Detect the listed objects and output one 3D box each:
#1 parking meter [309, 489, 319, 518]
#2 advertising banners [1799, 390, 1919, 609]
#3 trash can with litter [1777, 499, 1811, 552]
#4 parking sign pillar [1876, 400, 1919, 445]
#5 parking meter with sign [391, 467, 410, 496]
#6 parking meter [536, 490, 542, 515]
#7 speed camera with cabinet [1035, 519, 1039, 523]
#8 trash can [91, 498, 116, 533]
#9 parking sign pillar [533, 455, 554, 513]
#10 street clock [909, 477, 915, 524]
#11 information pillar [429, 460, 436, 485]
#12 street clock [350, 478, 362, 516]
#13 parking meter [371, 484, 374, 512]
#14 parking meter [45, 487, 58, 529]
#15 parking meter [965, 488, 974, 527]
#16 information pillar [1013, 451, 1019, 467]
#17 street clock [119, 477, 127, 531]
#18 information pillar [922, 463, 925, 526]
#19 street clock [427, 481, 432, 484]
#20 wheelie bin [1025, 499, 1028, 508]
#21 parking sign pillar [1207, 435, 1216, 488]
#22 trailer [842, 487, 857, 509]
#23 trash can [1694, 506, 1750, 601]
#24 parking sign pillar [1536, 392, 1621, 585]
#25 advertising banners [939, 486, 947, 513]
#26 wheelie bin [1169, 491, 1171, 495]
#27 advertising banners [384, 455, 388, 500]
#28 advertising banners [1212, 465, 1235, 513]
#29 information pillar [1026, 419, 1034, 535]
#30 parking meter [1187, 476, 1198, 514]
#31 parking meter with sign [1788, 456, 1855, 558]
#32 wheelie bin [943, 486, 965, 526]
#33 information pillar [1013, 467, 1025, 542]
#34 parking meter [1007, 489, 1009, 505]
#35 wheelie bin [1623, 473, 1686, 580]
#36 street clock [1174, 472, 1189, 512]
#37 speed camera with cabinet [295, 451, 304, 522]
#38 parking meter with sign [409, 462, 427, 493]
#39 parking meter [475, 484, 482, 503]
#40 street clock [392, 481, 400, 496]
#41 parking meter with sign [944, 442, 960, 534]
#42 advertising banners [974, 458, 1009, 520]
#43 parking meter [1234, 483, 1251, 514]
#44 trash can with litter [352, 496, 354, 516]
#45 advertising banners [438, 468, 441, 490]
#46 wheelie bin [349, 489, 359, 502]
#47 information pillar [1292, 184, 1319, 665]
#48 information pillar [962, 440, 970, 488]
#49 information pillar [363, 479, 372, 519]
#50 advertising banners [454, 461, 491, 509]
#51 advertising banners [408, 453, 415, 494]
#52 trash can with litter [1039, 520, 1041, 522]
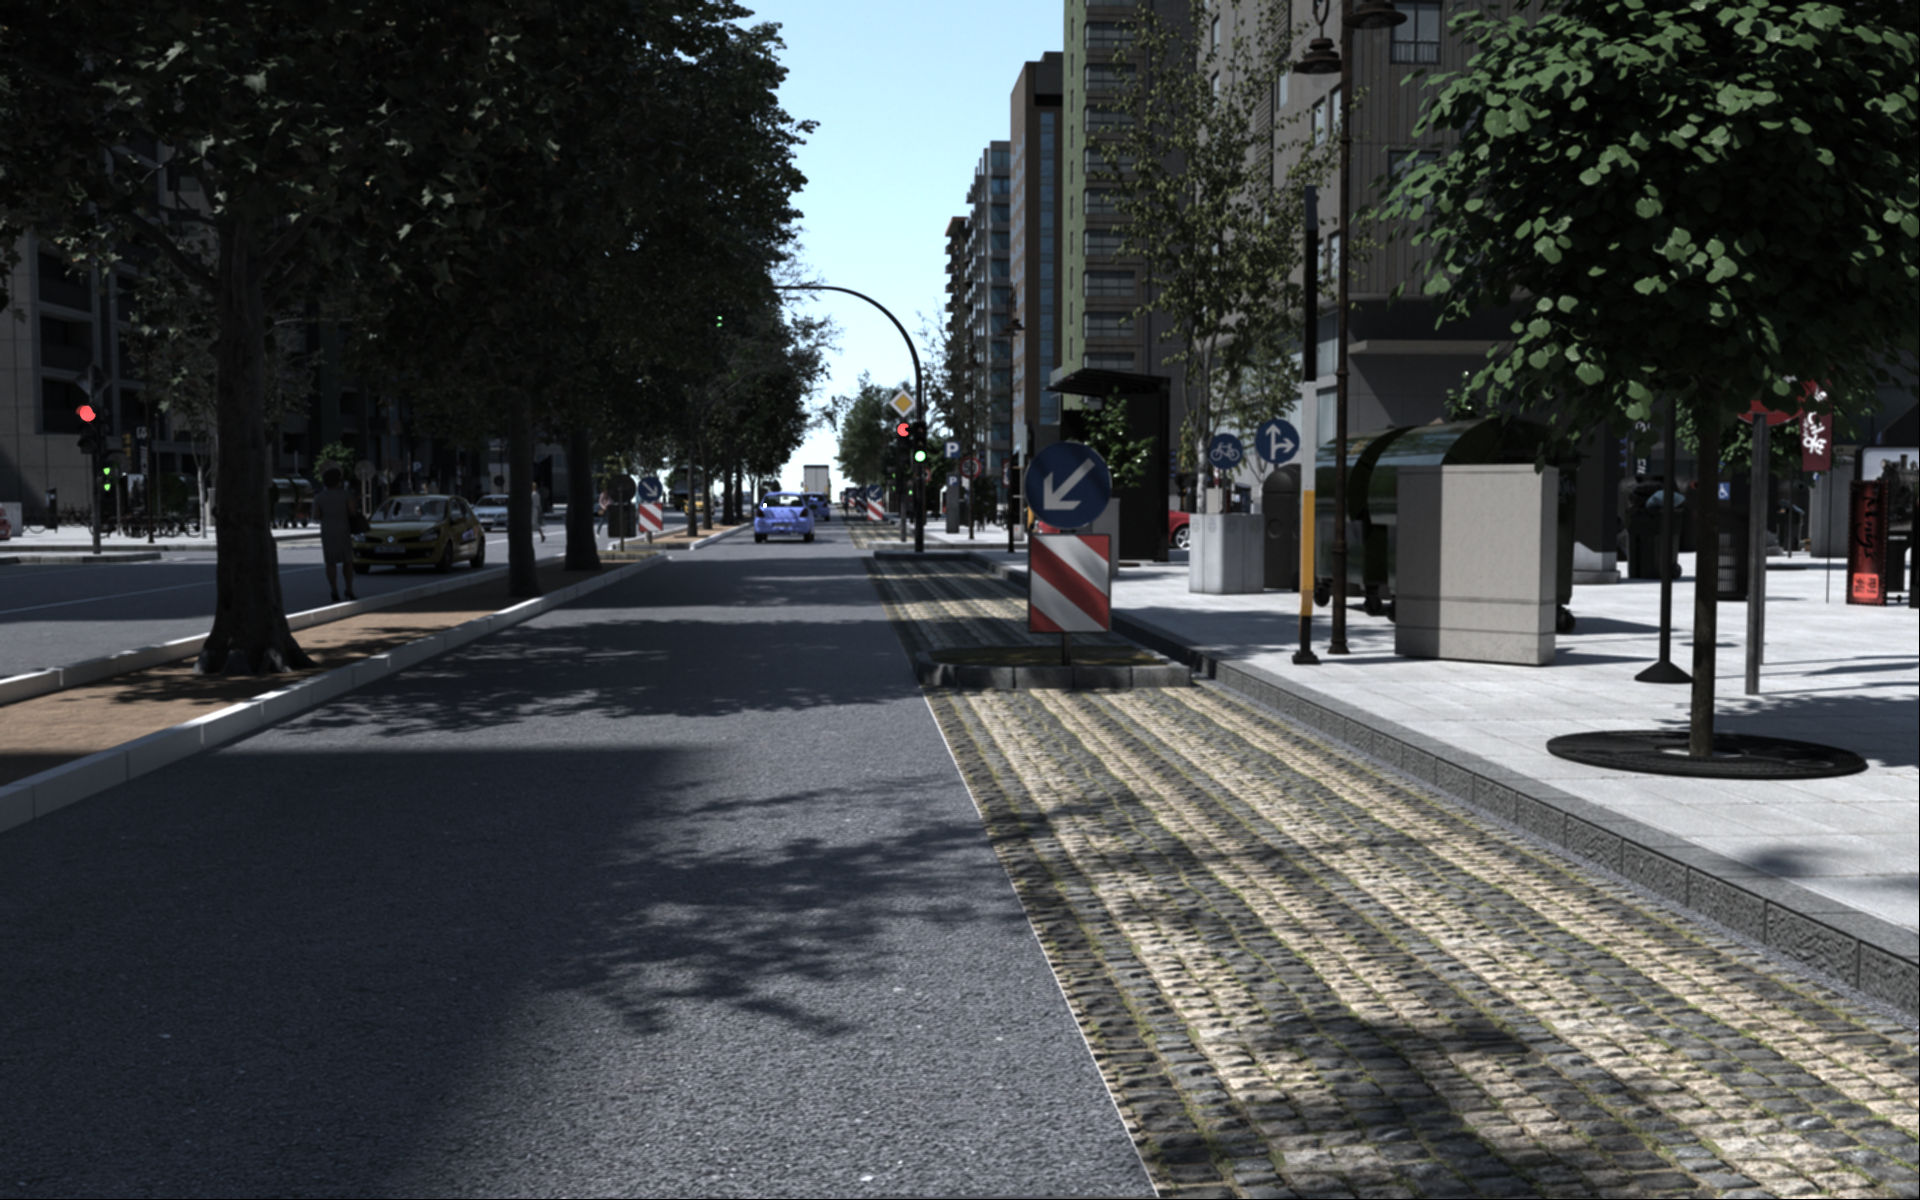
[{"bbox_3d":[-32.452,-4.820,87.222,0.372,1.533,0.369,0,3,0],"label":"parking meter"},{"bbox_3d":[10.453,-1.446,19.836,0.090,3.025,2.074,-2,4,-28],"label":"advertising banners"},{"bbox_3d":[18.755,-1.665,38.609,1.055,1.170,0.624,3,5,44],"label":"trash can with litter"},{"bbox_3d":[26.941,-3.755,49.869,1.447,3.967,1.447,-1,4,-19],"label":"parking sign pillar"},{"bbox_3d":[-35.229,-6.970,110.224,1.738,3.016,0.543,-1,4,-14],"label":"parking meter with sign"},{"bbox_3d":[-25.256,-5.835,103.808,0.372,1.533,0.369,0,3,0],"label":"parking meter"},{"bbox_3d":[3.984,-4.994,75.982,0.660,3.252,2.038,-3,5,-40],"label":"speed camera with cabinet"},{"bbox_3d":[-28.241,-2.783,57.163,0.748,1.137,0.748,0,3,0],"label":"trash can"},{"bbox_3d":[-28.548,-7.953,118.507,1.447,3.967,1.447,0,4,-3],"label":"parking sign pillar"},{"bbox_3d":[-2.085,-4.315,75.128,0.358,2.002,0.471,0,4,-4],"label":"street clock"},{"bbox_3d":[-36.295,-7.822,119.249,0.183,3.616,0.504,3,4,38],"label":"information pillar"},{"bbox_3d":[-26.700,-4.406,76.604,0.471,2.002,0.358,1,4,22],"label":"street clock"},{"bbox_3d":[-34.142,-5.783,100.268,0.399,1.863,0.255,3,5,43],"label":"parking meter"},{"bbox_3d":[-33.127,-3.347,63.142,0.372,1.533,0.369,0,3,0],"label":"parking meter"},{"bbox_3d":[0.377,-3.636,67.860,0.372,1.533,0.369,0,3,0],"label":"parking meter"},{"bbox_3d":[2.964,-6.258,93.670,0.504,3.616,0.183,2,4,26],"label":"information pillar"},{"bbox_3d":[-29.062,-3.405,60.241,0.471,2.002,0.358,-2,4,-34],"label":"street clock"},{"bbox_3d":[-1.597,-4.825,70.235,0.183,3.616,0.504,2,4,24],"label":"information pillar"},{"bbox_3d":[-29.394,-5.566,95.581,0.358,2.002,0.471,2,4,34],"label":"street clock"},{"bbox_3d":[2.517,-3.884,71.418,0.980,1.594,0.693,-3,5,-44],"label":"wheelie bin"},{"bbox_3d":[11.303,-5.516,78.651,1.447,3.967,1.447,1,4,16],"label":"parking sign pillar"},{"bbox_3d":[-9.435,-8.732,149.813,1.471,1.999,3.904,0,4,-5],"label":"trailer"},{"bbox_3d":[9.246,-0.564,20.879,0.748,1.137,0.748,0,3,0],"label":"trash can"},{"bbox_3d":[8.810,-2.234,25.004,1.447,3.967,1.447,-3,5,-41],"label":"parking sign pillar"},{"bbox_3d":[-0.938,-7.338,116.172,2.074,3.025,0.090,1,4,11],"label":"advertising banners"},{"bbox_3d":[9.894,-4.676,84.367,0.693,1.594,0.980,1,4,22],"label":"wheelie bin"},{"bbox_3d":[-23.777,-4.627,71.841,0.090,3.025,2.074,-1,4,-13],"label":"advertising banners"},{"bbox_3d":[8.120,-3.449,52.584,0.090,3.025,2.074,-1,4,-18],"label":"advertising banners"},{"bbox_3d":[2.213,-3.826,53.918,0.183,3.616,0.504,-1,4,-11],"label":"information pillar"},{"bbox_3d":[7.701,-3.158,57.339,0.255,1.863,0.399,-1,4,-22],"label":"parking meter"},{"bbox_3d":[17.511,-2.350,34.677,1.738,3.016,0.543,0,4,5],"label":"parking meter with sign"},{"bbox_3d":[-0.116,-3.820,70.371,0.980,1.594,0.693,-2,4,-29],"label":"wheelie bin"},{"bbox_3d":[1.565,-2.591,46.859,0.304,2.012,0.304,1,4,17],"label":"information pillar"},{"bbox_3d":[3.054,-6.018,104.097,0.399,1.863,0.255,1,4,8],"label":"parking meter"},{"bbox_3d":[10.504,-1.119,26.200,0.693,1.594,0.980,-2,4,-33],"label":"wheelie bin"},{"bbox_3d":[7.406,-3.257,57.827,0.471,2.002,0.358,-2,4,-32],"label":"street clock"},{"bbox_3d":[-30.865,-5.264,80.399,0.660,3.252,2.038,-1,4,-11],"label":"speed camera with cabinet"},{"bbox_3d":[-28.949,-5.921,93.073,0.543,3.016,1.738,-2,4,-31],"label":"parking meter with sign"},{"bbox_3d":[-26.858,-5.562,96.652,0.255,1.863,0.399,0,4,4],"label":"parking meter"},{"bbox_3d":[-32.188,-5.766,98.847,0.471,2.002,0.358,3,5,40],"label":"street clock"},{"bbox_3d":[-0.255,-3.705,56.840,0.543,3.016,1.738,0,3,0],"label":"parking meter with sign"},{"bbox_3d":[1.547,-5.415,84.715,2.074,3.025,0.090,-1,4,-9],"label":"advertising banners"},{"bbox_3d":[6.417,-1.891,39.324,0.372,1.533,0.369,0,3,0],"label":"parking meter"},{"bbox_3d":[-31.222,-4.710,88.065,1.678,1.210,2.233,0,4,2],"label":"trash can with litter"},{"bbox_3d":[-34.894,-7.273,115.095,0.090,3.025,2.074,-3,5,-40],"label":"advertising banners"},{"bbox_3d":[-41.574,-6.772,118.632,0.693,1.594,0.980,2,4,23],"label":"wheelie bin"},{"bbox_3d":[2.613,-1.323,12.984,0.183,3.616,0.504,1,4,9],"label":"information pillar"},{"bbox_3d":[0.302,-4.885,71.221,0.504,3.616,0.183,2,4,29],"label":"information pillar"},{"bbox_3d":[-24.631,-4.127,71.973,0.304,2.012,0.304,-1,4,-10],"label":"information pillar"},{"bbox_3d":[-26.071,-5.899,92.629,2.074,3.025,0.090,-3,5,-40],"label":"advertising banners"},{"bbox_3d":[-23.609,-4.793,74.551,0.090,3.025,2.074,-1,4,-12],"label":"advertising banners"},{"bbox_3d":[3.264,-3.394,66.878,0.624,1.170,1.055,1,4,12],"label":"trash can with litter"}]
